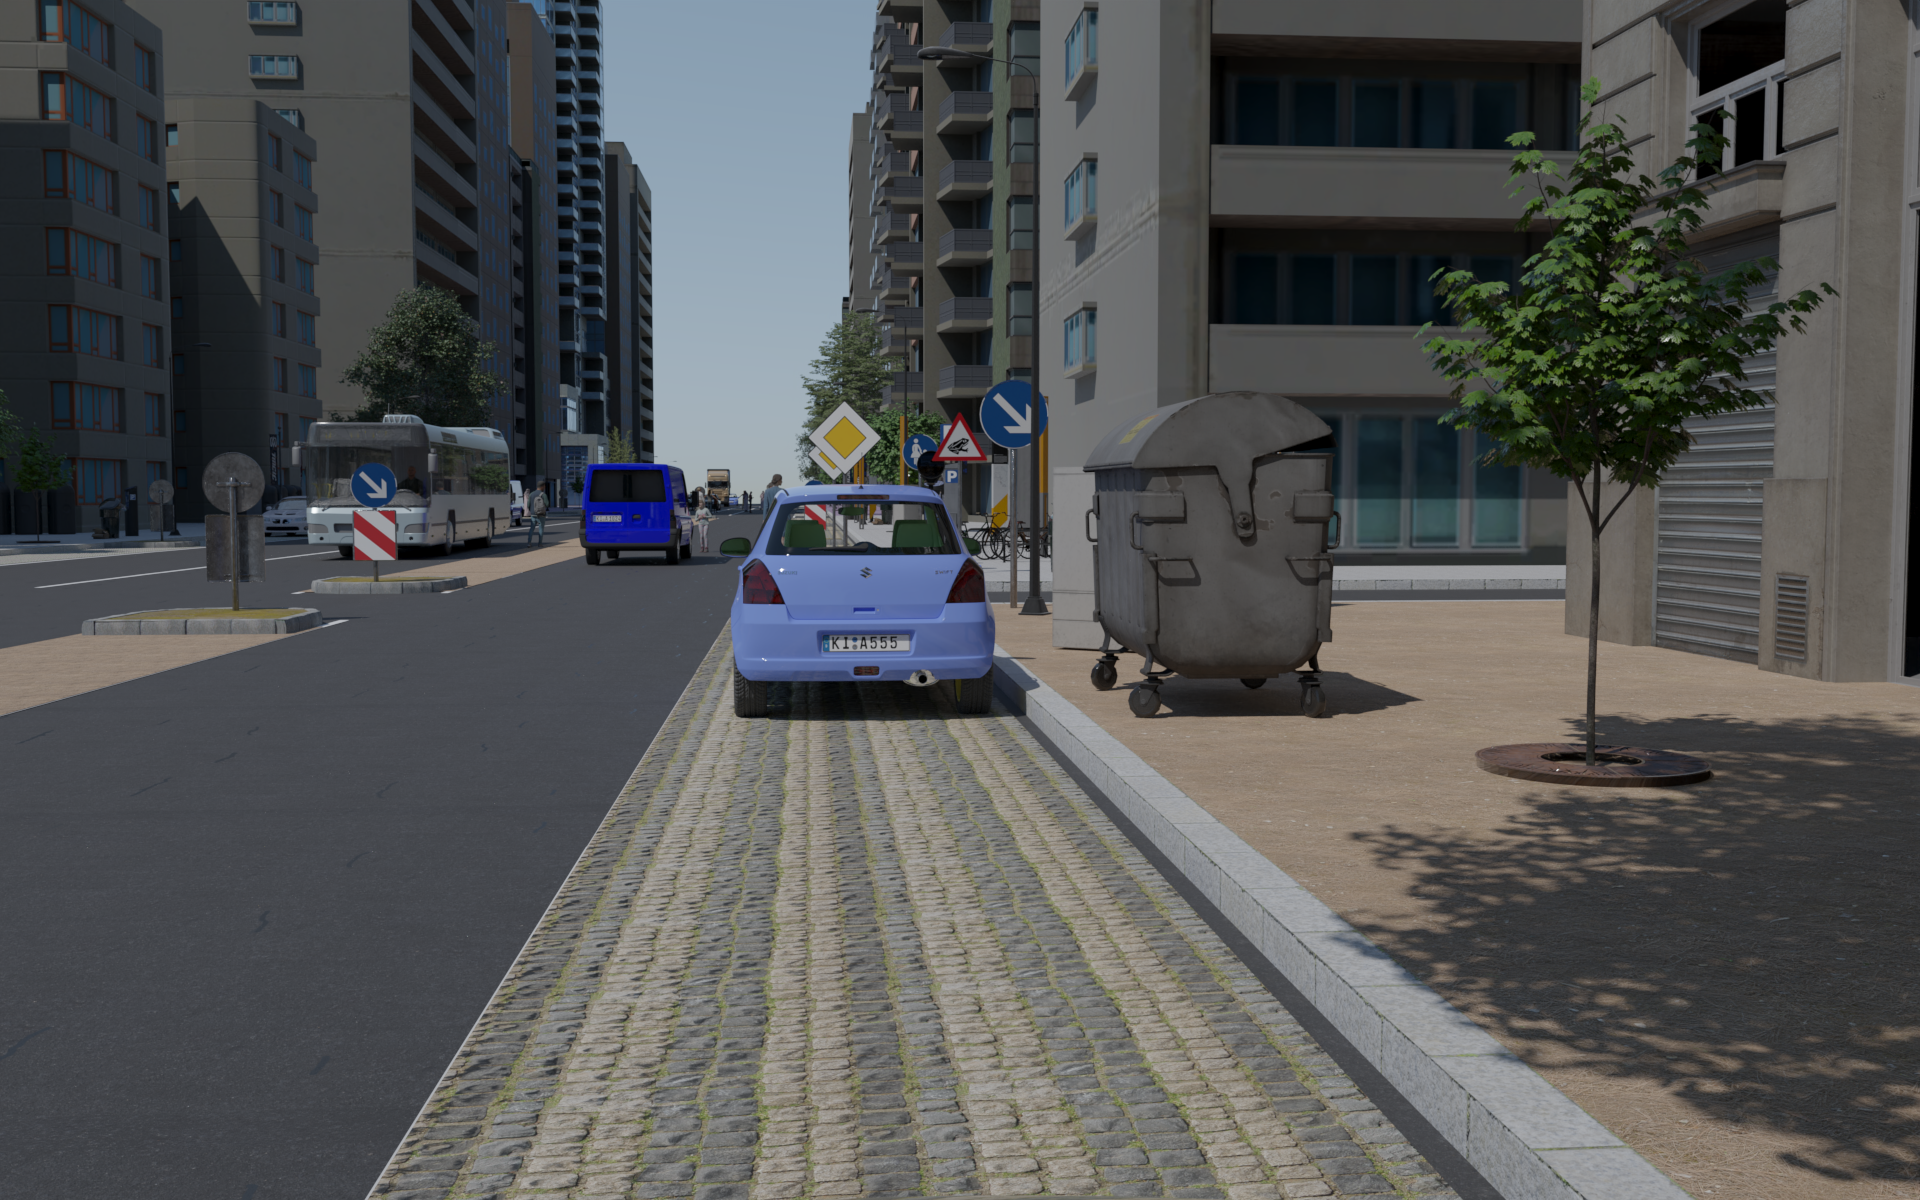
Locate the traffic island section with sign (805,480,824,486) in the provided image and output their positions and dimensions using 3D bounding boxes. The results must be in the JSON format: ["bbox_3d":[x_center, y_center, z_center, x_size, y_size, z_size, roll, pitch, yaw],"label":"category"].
[{"bbox_3d":[-4.230,-2.482,49.211,1.989,1.847,2.006,0,4,-5],"label":"traffic island section with sign"}]

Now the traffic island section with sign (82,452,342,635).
[{"bbox_3d":[-7.928,-0.630,18.441,2.006,1.907,1.989,0,4,-5],"label":"traffic island section with sign"}]

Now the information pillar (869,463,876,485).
[{"bbox_3d":[-3.920,-5.278,77.654,0.183,3.616,0.504,2,4,30],"label":"information pillar"}]

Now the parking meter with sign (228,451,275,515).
[{"bbox_3d":[-28.828,-4.543,70.537,1.738,3.016,0.543,-2,4,-28],"label":"parking meter with sign"}]

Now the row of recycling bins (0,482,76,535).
[{"bbox_3d":[-29.866,-2.909,54.672,3.534,1.692,1.069,-1,4,-18],"label":"row of recycling bins"}]

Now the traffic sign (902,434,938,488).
[{"bbox_3d":[-0.844,-2.252,36.918,0.768,2.556,0.104,0,4,-3],"label":"traffic sign"}]

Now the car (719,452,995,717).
[{"bbox_3d":[-0.764,-0.175,12.454,1.945,1.707,3.694,0,4,-6],"label":"car"}]

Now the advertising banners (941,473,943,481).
[{"bbox_3d":[-0.600,-3.321,50.485,0.090,3.025,2.074,0,4,6],"label":"advertising banners"}]

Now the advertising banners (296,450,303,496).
[{"bbox_3d":[-25.261,-4.284,66.224,0.090,3.025,2.074,-2,4,-26],"label":"advertising banners"}]

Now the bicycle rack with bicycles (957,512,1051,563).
[{"bbox_3d":[1.072,-1.233,33.547,2.925,0.926,2.852,-1,4,-23],"label":"bicycle rack with bicycles"}]

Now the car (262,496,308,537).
[{"bbox_3d":[-22.526,-2.873,59.341,2.083,1.381,4.827,0,4,-5],"label":"car"}]

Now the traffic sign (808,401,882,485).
[{"bbox_3d":[-1.242,-0.922,18.710,0.795,2.450,0.064,0,4,-5],"label":"traffic sign"}]

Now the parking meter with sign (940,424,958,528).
[{"bbox_3d":[-0.221,-2.823,42.416,0.543,3.016,1.738,0,3,0],"label":"parking meter with sign"}]

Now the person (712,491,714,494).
[{"bbox_3d":[-25.107,-10.235,176.399,0.434,1.755,0.990,-1,4,-23],"label":"person"}]

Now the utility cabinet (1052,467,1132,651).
[{"bbox_3d":[1.344,-0.331,14.083,1.173,1.500,0.318,2,4,31],"label":"utility cabinet"}]

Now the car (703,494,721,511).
[{"bbox_3d":[-21.777,-8.620,150.727,2.009,1.686,4.222,0,4,-4],"label":"car"}]

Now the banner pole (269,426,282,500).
[{"bbox_3d":[-25.116,-4.505,63.676,0.401,3.779,0.863,1,4,13],"label":"banner pole"}]

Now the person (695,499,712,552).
[{"bbox_3d":[-6.314,-1.827,42.649,0.425,1.301,0.394,0,4,-6],"label":"person"}]

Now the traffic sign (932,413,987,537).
[{"bbox_3d":[-0.003,-1.699,27.779,0.884,2.594,0.081,0,4,2],"label":"traffic sign"}]

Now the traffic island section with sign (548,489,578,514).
[{"bbox_3d":[-28.488,-7.082,124.415,1.989,1.847,2.006,0,4,-5],"label":"traffic island section with sign"}]

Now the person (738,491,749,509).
[{"bbox_3d":[-20.132,-9.329,161.547,1.217,1.766,0.721,0,4,-3],"label":"person"}]

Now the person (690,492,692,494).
[{"bbox_3d":[-34.251,-12.963,220.967,0.721,1.766,1.217,1,4,21],"label":"person"}]

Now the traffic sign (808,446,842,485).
[{"bbox_3d":[-1.942,-1.408,26.665,0.795,2.450,0.064,0,4,-5],"label":"traffic sign"}]

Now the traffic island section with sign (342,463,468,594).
[{"bbox_3d":[-8.568,-1.082,25.820,2.006,1.907,1.989,0,4,-5],"label":"traffic island section with sign"}]

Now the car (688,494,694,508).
[{"bbox_3d":[-24.560,-9.093,160.465,2.131,1.459,4.920,0,4,-6],"label":"car"}]

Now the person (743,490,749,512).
[{"bbox_3d":[-17.508,-8.091,141.463,0.551,1.740,0.621,1,4,12],"label":"person"}]

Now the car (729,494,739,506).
[{"bbox_3d":[-27.807,-12.298,210.661,1.945,1.707,3.694,0,4,-7],"label":"car"}]

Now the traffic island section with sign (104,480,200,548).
[{"bbox_3d":[-21.649,-2.323,46.604,1.989,1.847,2.006,0,4,-5],"label":"traffic island section with sign"}]

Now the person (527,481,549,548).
[{"bbox_3d":[-11.204,-2.273,46.018,0.623,1.781,0.721,0,4,1],"label":"person"}]

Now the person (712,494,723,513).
[{"bbox_3d":[-18.734,-7.401,132.769,1.065,1.426,0.557,1,4,11],"label":"person"}]

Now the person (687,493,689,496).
[{"bbox_3d":[-12.154,-4.125,76.532,0.643,1.750,0.593,-3,5,-45],"label":"person"}]

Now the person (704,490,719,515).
[{"bbox_3d":[-16.787,-6.551,116.336,1.217,1.735,0.721,1,4,14],"label":"person"}]

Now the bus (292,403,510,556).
[{"bbox_3d":[-13.375,-2.930,42.767,2.948,3.499,13.247,0,4,-6],"label":"bus"}]

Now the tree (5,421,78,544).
[{"bbox_3d":[-24.186,-3.093,45.168,1.663,3.219,1.824,0,3,0],"label":"tree"}]

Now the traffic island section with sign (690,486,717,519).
[{"bbox_3d":[-15.166,-5.660,100.670,2.006,1.907,1.989,0,4,-5],"label":"traffic island section with sign"}]

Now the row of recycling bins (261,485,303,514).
[{"bbox_3d":[-29.849,-4.223,76.162,1.069,1.692,3.534,0,4,2],"label":"row of recycling bins"}]

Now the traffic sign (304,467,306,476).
[{"bbox_3d":[-25.759,-4.218,69.078,0.768,2.556,0.104,0,4,-4],"label":"traffic sign"}]

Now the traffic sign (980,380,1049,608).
[{"bbox_3d":[0.604,-1.180,19.398,0.768,2.556,0.104,0,4,1],"label":"traffic sign"}]

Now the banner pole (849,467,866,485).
[{"bbox_3d":[-5.093,-6.023,88.490,0.863,3.779,0.401,0,4,2],"label":"banner pole"}]

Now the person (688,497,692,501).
[{"bbox_3d":[-21.609,-7.779,135.714,0.705,1.821,1.348,3,5,42],"label":"person"}]

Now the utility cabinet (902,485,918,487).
[{"bbox_3d":[-1.283,-2.036,41.970,0.318,1.500,1.173,1,4,20],"label":"utility cabinet"}]

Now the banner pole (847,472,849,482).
[{"bbox_3d":[-5.708,-6.154,90.627,0.863,3.779,0.401,-1,4,-18],"label":"banner pole"}]

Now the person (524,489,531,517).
[{"bbox_3d":[-26.349,-5.897,105.590,0.621,1.740,0.551,-2,4,-30],"label":"person"}]

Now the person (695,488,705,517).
[{"bbox_3d":[-14.537,-5.373,96.568,0.478,1.798,0.641,3,4,38],"label":"person"}]

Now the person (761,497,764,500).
[{"bbox_3d":[-14.897,-7.664,134.491,1.217,1.739,0.721,-2,4,-26],"label":"person"}]

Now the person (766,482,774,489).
[{"bbox_3d":[-4.624,-2.031,42.462,0.466,1.731,0.760,1,4,20],"label":"person"}]

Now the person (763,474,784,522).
[{"bbox_3d":[-3.548,-1.523,33.431,0.581,1.822,0.654,1,4,13],"label":"person"}]

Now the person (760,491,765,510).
[{"bbox_3d":[-18.167,-9.207,159.704,0.551,1.740,0.621,-3,5,-40],"label":"person"}]

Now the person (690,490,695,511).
[{"bbox_3d":[-22.851,-8.489,147.749,0.568,1.767,0.683,1,4,13],"label":"person"}]

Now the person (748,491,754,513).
[{"bbox_3d":[-15.825,-7.425,131.360,0.415,1.643,0.593,-2,4,-35],"label":"person"}]

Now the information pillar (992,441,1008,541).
[{"bbox_3d":[1.089,-3.459,47.912,0.504,3.616,0.183,-2,4,-29],"label":"information pillar"}]
